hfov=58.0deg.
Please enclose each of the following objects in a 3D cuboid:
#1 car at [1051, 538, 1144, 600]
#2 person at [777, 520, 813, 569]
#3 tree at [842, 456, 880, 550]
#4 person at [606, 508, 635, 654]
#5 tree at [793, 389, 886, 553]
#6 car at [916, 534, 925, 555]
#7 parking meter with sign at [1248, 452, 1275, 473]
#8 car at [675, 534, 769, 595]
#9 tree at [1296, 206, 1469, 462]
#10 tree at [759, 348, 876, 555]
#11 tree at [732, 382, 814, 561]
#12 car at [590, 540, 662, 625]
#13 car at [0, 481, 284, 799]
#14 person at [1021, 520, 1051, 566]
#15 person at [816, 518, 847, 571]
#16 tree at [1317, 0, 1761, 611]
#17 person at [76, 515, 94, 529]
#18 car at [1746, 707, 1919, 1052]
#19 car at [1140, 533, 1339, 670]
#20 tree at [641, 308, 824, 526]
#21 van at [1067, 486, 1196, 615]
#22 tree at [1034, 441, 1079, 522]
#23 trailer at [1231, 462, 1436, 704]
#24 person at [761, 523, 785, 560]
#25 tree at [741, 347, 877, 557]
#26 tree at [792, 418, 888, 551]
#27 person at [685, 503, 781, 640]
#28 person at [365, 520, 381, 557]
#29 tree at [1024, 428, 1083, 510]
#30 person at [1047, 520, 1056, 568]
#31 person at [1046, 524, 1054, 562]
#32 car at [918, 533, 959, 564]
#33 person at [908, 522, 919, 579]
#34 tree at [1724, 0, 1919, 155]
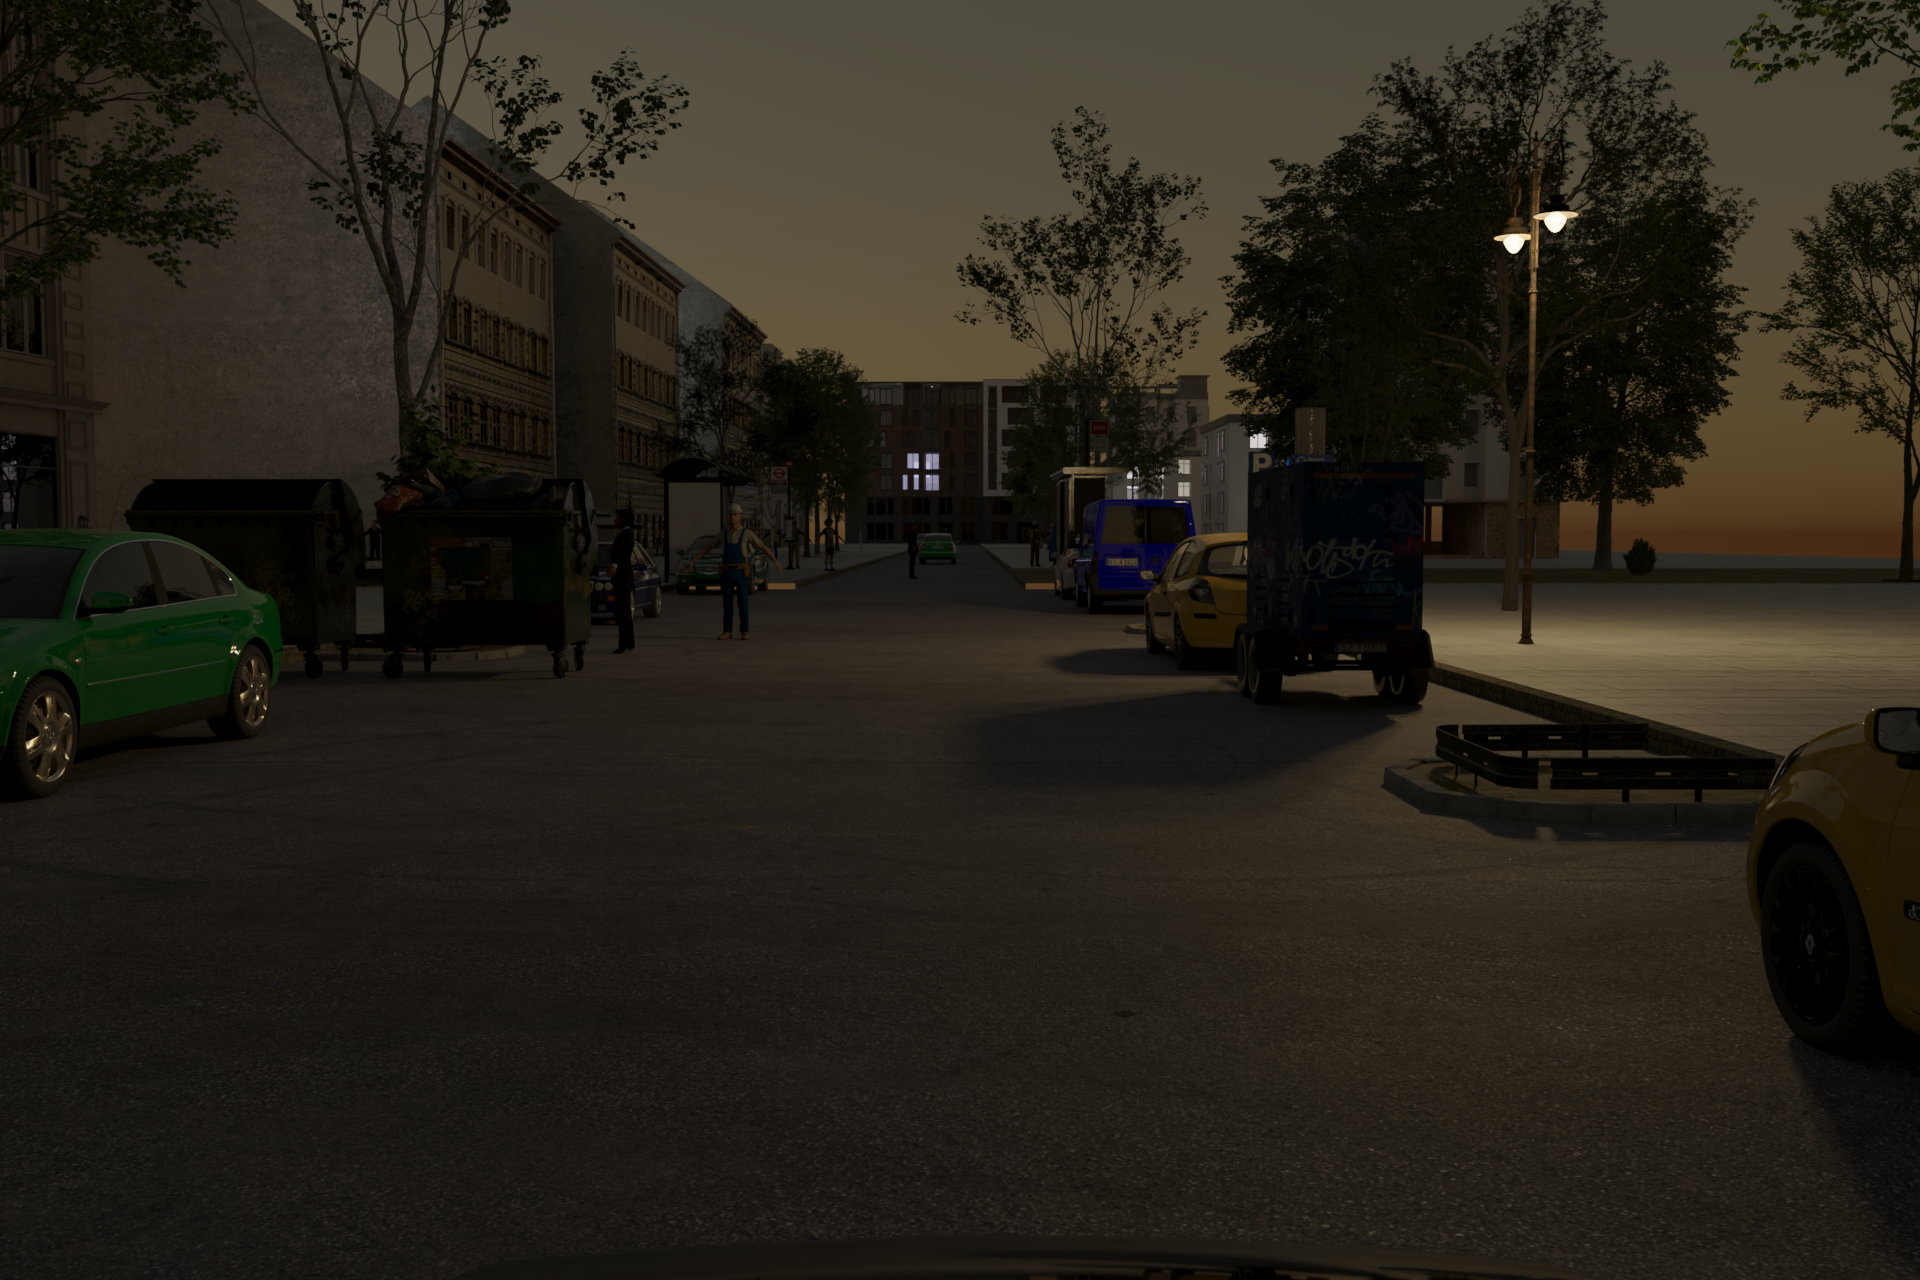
[{"bbox_3d":[3.138,-1.644,39.236,2.083,1.381,4.827,0,4,0],"label":"car"},{"bbox_3d":[-6.122,-3.535,64.073,1.348,1.796,0.705,0,4,4],"label":"person"},{"bbox_3d":[-7.926,-11.717,141.930,4.360,8.622,3.978,0,3,0],"label":"tree"},{"bbox_3d":[-4.131,-0.715,20.864,0.721,1.740,1.216,0,4,-6],"label":"person"},{"bbox_3d":[-8.729,-11.706,117.147,9.928,11.665,9.643,0,3,0],"label":"tree"},{"bbox_3d":[-2.338,-6.628,120.168,2.131,1.459,4.920,0,4,0],"label":"car"},{"bbox_3d":[6.376,-2.423,35.872,0.543,3.016,1.738,0,3,0],"label":"parking meter with sign"},{"bbox_3d":[-5.782,-1.873,42.426,2.131,1.459,4.920,0,4,0],"label":"car"},{"bbox_3d":[9.303,-5.445,39.392,4.360,8.622,3.978,0,3,0],"label":"tree"},{"bbox_3d":[-9.142,-11.501,106.166,7.486,12.596,7.792,0,3,0],"label":"tree"},{"bbox_3d":[-8.910,-8.041,81.829,4.360,8.622,3.978,0,3,0],"label":"tree"},{"bbox_3d":[-6.011,-0.967,28.396,1.945,1.354,3.894,0,3,0],"label":"car"},{"bbox_3d":[-5.820,-0.120,10.765,1.959,1.807,4.718,0,4,0],"label":"car"},{"bbox_3d":[2.988,-3.849,68.695,1.354,1.858,0.705,2,4,32],"label":"person"},{"bbox_3d":[-4.506,-3.292,59.972,1.345,1.843,0.704,-3,5,-45],"label":"person"},{"bbox_3d":[9.528,-5.772,28.792,7.601,10.594,8.767,-2,4,-25],"label":"tree"},{"bbox_3d":[-21.466,-2.184,42.418,0.621,1.740,0.551,0,4,-3],"label":"person"},{"bbox_3d":[3.213,0.402,3.654,2.015,1.641,3.980,0,4,-1],"label":"car"},{"bbox_3d":[3.113,-0.578,19.680,2.015,1.641,3.980,0,4,-1],"label":"car"},{"bbox_3d":[-9.153,-8.330,70.611,8.767,10.594,7.601,2,4,24],"label":"tree"},{"bbox_3d":[3.222,-1.720,32.501,2.240,2.365,5.245,0,3,0],"label":"van"},{"bbox_3d":[6.816,-10.801,126.966,4.360,8.622,3.978,0,3,0],"label":"tree"},{"bbox_3d":[3.187,-0.525,15.632,1.471,1.999,3.904,0,3,0],"label":"trailer"},{"bbox_3d":[-9.119,-4.817,84.727,1.349,1.833,0.705,2,4,23],"label":"person"},{"bbox_3d":[-8.276,-10.363,95.187,9.928,11.665,9.643,0,3,0],"label":"tree"},{"bbox_3d":[-9.173,-12.428,128.953,9.928,11.665,9.643,0,3,0],"label":"tree"},{"bbox_3d":[-3.059,-0.930,23.513,1.347,1.847,0.705,1,4,9],"label":"person"},{"bbox_3d":[-22.241,-3.652,65.846,1.346,1.812,0.704,-1,4,-21],"label":"person"},{"bbox_3d":[6.486,-9.996,113.792,4.737,8.622,4.395,0,3,0],"label":"tree"},{"bbox_3d":[3.610,-3.674,66.192,0.704,1.817,1.347,-1,4,-14],"label":"person"},{"bbox_3d":[4.323,-4.500,80.031,0.721,1.772,1.216,3,5,40],"label":"person"},{"bbox_3d":[-1.053,-4.584,83.744,1.959,1.807,4.718,0,4,0],"label":"car"},{"bbox_3d":[-1.491,-2.861,55.455,0.704,1.802,1.346,0,4,3],"label":"person"},{"bbox_3d":[8.769,-5.320,12.739,9.928,11.665,9.643,0,3,0],"label":"tree"}]
